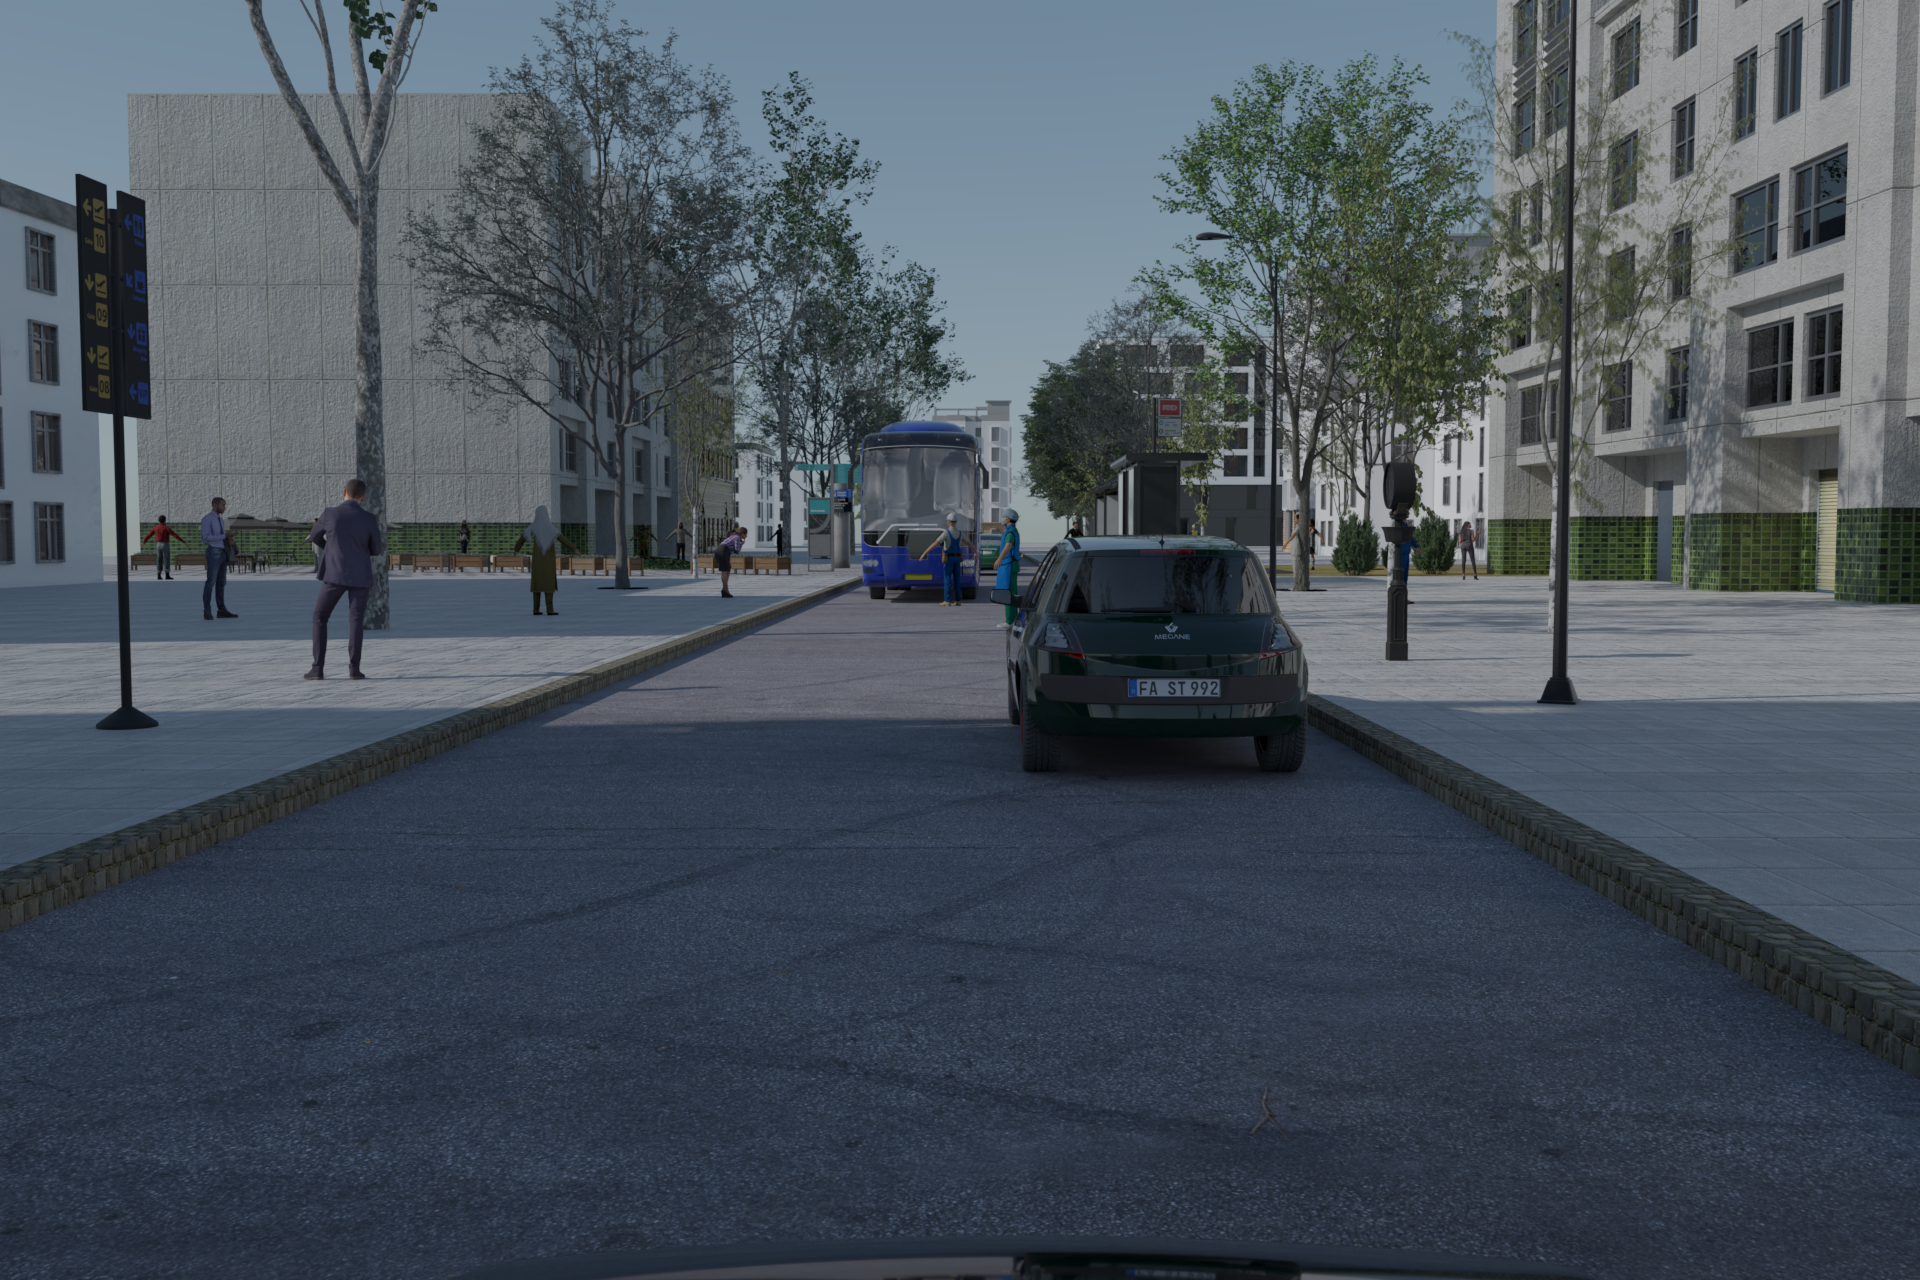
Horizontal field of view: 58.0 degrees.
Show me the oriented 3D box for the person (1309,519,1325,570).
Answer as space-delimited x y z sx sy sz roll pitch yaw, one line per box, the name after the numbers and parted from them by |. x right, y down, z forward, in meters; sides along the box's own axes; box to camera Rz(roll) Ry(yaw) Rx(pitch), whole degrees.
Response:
12.455 -3.396 61.666 0.704 1.843 1.345 -3 5 -43 | person

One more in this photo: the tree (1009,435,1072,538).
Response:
9.634 -14.854 153.229 12.009 13.543 11.850 0 3 0 | tree

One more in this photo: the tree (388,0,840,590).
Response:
-7.984 -7.916 39.804 12.009 13.543 11.850 0 3 0 | tree

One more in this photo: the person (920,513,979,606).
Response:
-0.168 -1.602 34.512 1.347 1.847 0.705 -2 4 -30 | person

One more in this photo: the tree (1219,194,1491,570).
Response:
14.501 -9.262 61.803 12.009 13.543 11.850 0 3 0 | tree

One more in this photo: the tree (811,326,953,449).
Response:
-7.561 -18.496 158.298 12.611 20.169 13.585 0 3 0 | tree

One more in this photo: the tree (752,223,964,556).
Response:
-6.084 -15.182 104.117 12.611 20.169 13.585 0 3 0 | tree

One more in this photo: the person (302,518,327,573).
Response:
-21.136 -3.103 56.923 1.347 1.806 0.705 2 4 35 | person

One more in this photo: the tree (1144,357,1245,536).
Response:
9.783 -7.391 71.209 4.737 8.622 4.395 0 3 0 | tree

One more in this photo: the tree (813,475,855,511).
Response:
-18.384 -19.038 245.688 7.601 10.594 8.767 -1 4 -9 | tree

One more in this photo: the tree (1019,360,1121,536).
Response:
8.790 -13.386 125.513 9.857 13.997 8.962 0 3 0 | tree

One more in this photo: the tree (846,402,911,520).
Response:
-6.426 -13.928 145.846 7.486 12.596 7.792 0 3 0 | tree

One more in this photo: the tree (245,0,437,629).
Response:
-9.411 -10.211 22.841 12.611 20.169 13.585 0 3 0 | tree

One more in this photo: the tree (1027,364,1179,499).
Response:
8.118 -9.791 94.493 8.767 10.594 7.601 0 4 -7 | tree

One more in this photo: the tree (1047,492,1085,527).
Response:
8.903 -11.401 136.762 4.737 8.622 4.395 0 3 0 | tree

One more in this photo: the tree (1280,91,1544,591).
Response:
7.696 -4.849 29.637 4.737 8.622 4.395 0 3 0 | tree

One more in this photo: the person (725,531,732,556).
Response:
-11.309 -4.659 85.444 0.599 1.433 0.991 3 5 40 | person

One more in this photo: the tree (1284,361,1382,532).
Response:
15.865 -7.375 70.941 4.360 8.622 3.978 0 3 0 | tree

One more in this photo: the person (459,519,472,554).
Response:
-19.507 -3.806 68.014 0.705 1.856 1.354 -1 4 -17 | person

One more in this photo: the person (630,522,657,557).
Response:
-15.209 -4.745 83.356 1.354 1.858 0.705 0 4 8 | person

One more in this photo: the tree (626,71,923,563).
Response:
-8.058 -13.315 73.586 12.611 20.169 13.585 0 3 0 | tree

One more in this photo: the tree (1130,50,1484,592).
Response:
7.643 -6.887 38.362 9.928 11.665 9.643 0 3 0 | tree

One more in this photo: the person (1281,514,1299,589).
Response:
7.553 -1.973 39.029 0.721 1.739 1.217 2 4 35 | person

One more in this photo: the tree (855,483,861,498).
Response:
-6.281 -11.425 137.168 4.737 8.622 4.395 0 3 0 | tree

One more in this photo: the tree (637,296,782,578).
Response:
-7.868 -6.086 49.871 4.360 8.622 3.978 0 3 0 | tree

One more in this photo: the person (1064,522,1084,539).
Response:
4.845 -4.066 72.667 1.347 1.806 0.705 -2 4 -30 | person

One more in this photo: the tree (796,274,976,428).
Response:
-4.618 -16.445 124.766 12.611 20.169 13.585 0 3 0 | tree

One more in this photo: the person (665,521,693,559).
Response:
-11.475 -3.981 71.223 1.348 1.813 0.705 -1 4 -19 | person

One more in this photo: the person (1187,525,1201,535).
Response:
12.282 -5.186 91.256 1.216 1.772 0.721 -1 4 -19 | person

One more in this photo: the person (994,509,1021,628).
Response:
0.731 -1.092 26.431 0.704 1.817 1.347 1 4 10 | person

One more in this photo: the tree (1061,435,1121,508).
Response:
8.073 -9.271 101.950 4.737 8.622 4.395 0 3 0 | tree

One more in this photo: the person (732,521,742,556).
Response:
-9.757 -4.269 75.761 0.705 1.833 1.349 0 4 6 | person

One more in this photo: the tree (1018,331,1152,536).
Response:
8.161 -12.461 110.396 9.857 13.997 8.962 0 3 0 | tree

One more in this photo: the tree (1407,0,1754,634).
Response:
7.442 -4.391 22.147 4.360 8.622 3.978 0 3 0 | tree

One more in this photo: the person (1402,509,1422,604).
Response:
8.105 -1.574 31.620 0.705 1.842 1.347 2 4 33 | person

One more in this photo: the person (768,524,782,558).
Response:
-9.032 -4.917 86.620 0.704 1.802 1.346 3 5 40 | person

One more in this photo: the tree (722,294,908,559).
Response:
-7.166 -10.937 89.184 12.009 13.543 11.850 0 3 0 | tree

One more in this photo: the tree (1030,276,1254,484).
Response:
8.557 -10.443 81.117 12.009 13.543 11.850 0 3 0 | tree
